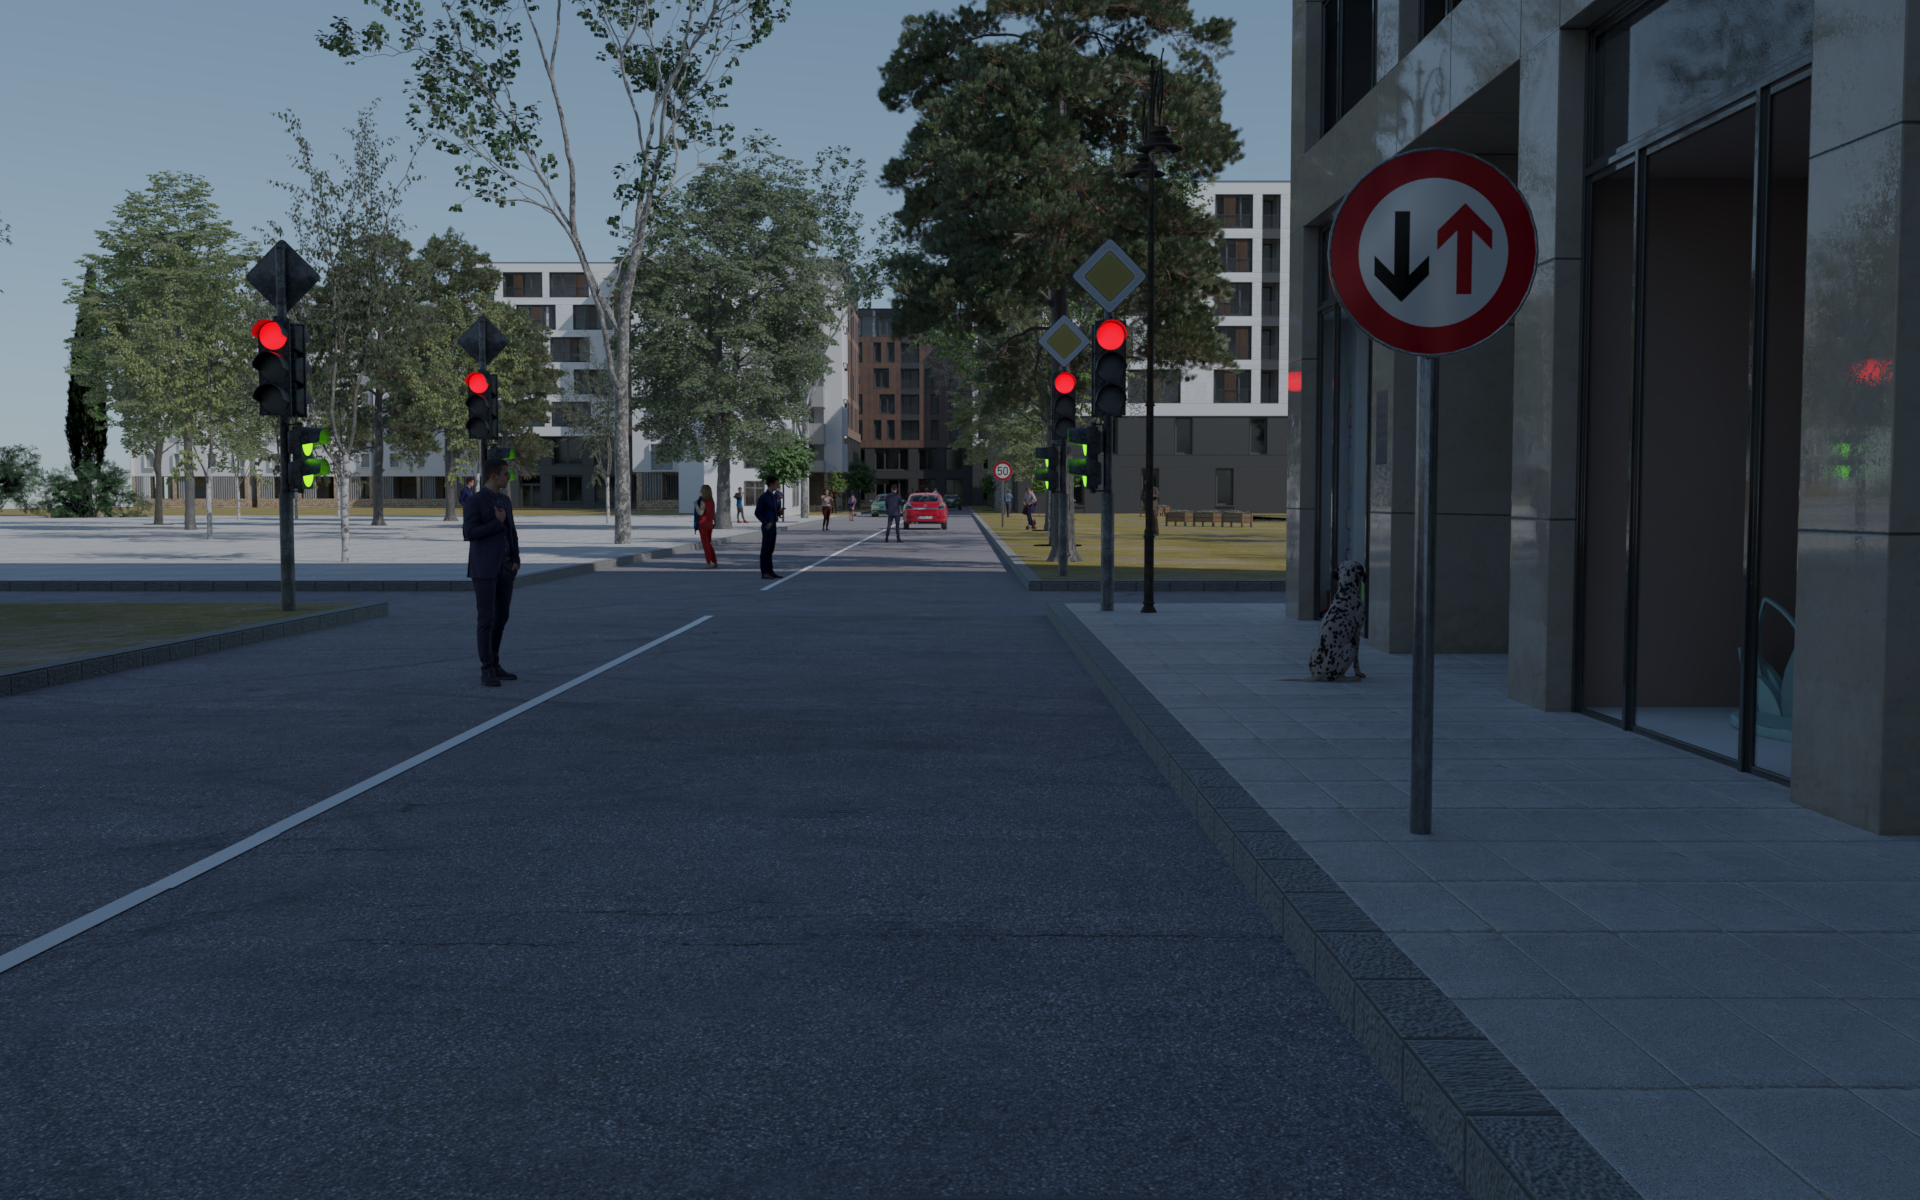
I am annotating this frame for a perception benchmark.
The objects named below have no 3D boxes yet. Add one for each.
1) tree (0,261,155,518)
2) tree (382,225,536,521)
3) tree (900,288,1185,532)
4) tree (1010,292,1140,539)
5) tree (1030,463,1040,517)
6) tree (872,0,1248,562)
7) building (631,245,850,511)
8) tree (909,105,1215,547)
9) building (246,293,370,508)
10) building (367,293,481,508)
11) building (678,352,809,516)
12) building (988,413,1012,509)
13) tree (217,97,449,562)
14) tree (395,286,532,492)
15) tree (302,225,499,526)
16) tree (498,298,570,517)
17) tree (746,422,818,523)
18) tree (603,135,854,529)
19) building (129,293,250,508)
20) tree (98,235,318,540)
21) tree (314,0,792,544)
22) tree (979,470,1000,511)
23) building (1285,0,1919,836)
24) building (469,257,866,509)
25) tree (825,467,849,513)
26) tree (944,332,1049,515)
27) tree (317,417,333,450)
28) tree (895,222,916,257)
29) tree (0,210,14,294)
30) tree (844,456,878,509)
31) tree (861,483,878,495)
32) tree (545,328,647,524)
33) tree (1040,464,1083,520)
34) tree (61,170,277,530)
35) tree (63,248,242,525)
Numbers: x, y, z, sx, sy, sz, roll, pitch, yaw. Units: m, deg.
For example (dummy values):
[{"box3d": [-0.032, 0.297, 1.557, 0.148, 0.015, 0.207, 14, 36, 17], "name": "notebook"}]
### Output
[{"box3d": [-53.959, -11.891, 96.235, 18.604, 14.587, 13.155, -1, 4, -12], "name": "tree"}, {"box3d": [-24.185, -10.702, 82.395, 7.806, 13.903, 7.818, 0, 3, 0], "name": "tree"}, {"box3d": [3.199, -9.109, 59.308, 12.009, 13.543, 11.850, 0, 3, 0], "name": "tree"}, {"box3d": [2.772, -6.060, 49.436, 4.737, 8.622, 4.395, 0, 3, 0], "name": "tree"}, {"box3d": [4.441, -6.353, 98.467, 1.663, 3.219, 1.824, 0, 3, 0], "name": "tree"}, {"box3d": [1.685, -7.644, 32.405, 7.806, 13.903, 7.818, 0, 3, 0], "name": "tree"}, {"box3d": [-16.780, -17.107, 136.119, 16.016, 20.091, 11.380, 0, 3, 0], "name": "building"}, {"box3d": [2.444, -7.128, 42.298, 9.928, 11.665, 9.643, 0, 3, 0], "name": "tree"}, {"box3d": [-60.542, -19.160, 169.688, 11.380, 20.091, 16.016, 0, 3, 0], "name": "building"}, {"box3d": [-49.161, -19.123, 169.076, 11.380, 20.091, 16.016, 0, 3, 0], "name": "building"}, {"box3d": [-14.607, -10.679, 116.753, 9.099, 9.664, 28.070, 0, 3, 0], "name": "building"}, {"box3d": [11.277, -18.049, 161.551, 16.747, 18.905, 31.486, 0, 3, 0], "name": "building"}, {"box3d": [-11.666, -5.031, 32.616, 4.360, 8.622, 3.978, 0, 3, 0], "name": "tree"}, {"box3d": [-17.189, -6.748, 60.686, 4.737, 8.622, 4.395, 0, 3, 0], "name": "tree"}, {"box3d": [-23.614, -9.055, 70.111, 6.751, 12.117, 7.091, 0, 3, 0], "name": "tree"}, {"box3d": [-25.091, -10.606, 95.468, 6.751, 12.117, 7.091, 0, 3, 0], "name": "tree"}, {"box3d": [-8.093, -5.787, 78.327, 4.285, 4.588, 4.351, 0, 3, 0], "name": "tree"}, {"box3d": [-8.712, -9.556, 62.902, 9.857, 13.997, 8.962, 0, 3, 0], "name": "tree"}, {"box3d": [-72.078, -19.137, 169.303, 11.380, 20.091, 16.016, 0, 3, 0], "name": "building"}, {"box3d": [-21.414, -6.008, 48.600, 4.737, 8.622, 4.395, 0, 3, 0], "name": "tree"}, {"box3d": [-9.725, -11.565, 44.980, 12.611, 20.169, 13.585, 0, 3, 0], "name": "tree"}, {"box3d": [2.295, -8.560, 134.555, 1.663, 3.219, 1.824, 0, 3, 0], "name": "tree"}, {"box3d": [13.060, -11.988, 0.521, 19.350, 26.468, 34.151, 0, 3, 0], "name": "building"}, {"box3d": [-26.231, -19.525, 163.200, 32.646, 21.610, 27.936, 0, 3, 0], "name": "building"}, {"box3d": [-8.595, -7.648, 119.639, 1.663, 3.219, 1.824, 0, 3, 0], "name": "tree"}, {"box3d": [2.810, -11.571, 107.319, 7.486, 12.596, 7.792, 0, 3, 0], "name": "tree"}, {"box3d": [-33.992, -8.486, 89.109, 4.737, 8.622, 4.395, 0, 3, 0], "name": "tree"}, {"box3d": [-6.927, -14.456, 92.239, 12.611, 20.169, 13.585, 0, 3, 0], "name": "tree"}, {"box3d": [-23.104, -6.121, 34.491, 7.601, 10.594, 8.767, -1, 4, -11], "name": "tree"}, {"box3d": [-8.686, -9.948, 146.360, 4.285, 4.588, 4.351, 0, 3, 0], "name": "tree"}, {"box3d": [-8.484, -9.979, 157.750, 1.663, 3.219, 1.824, 0, 3, 0], "name": "tree"}, {"box3d": [-15.538, -7.623, 75.006, 4.360, 8.622, 3.978, 0, 3, 0], "name": "tree"}, {"box3d": [5.182, -5.588, 85.961, 1.663, 3.219, 1.824, 0, 3, 0], "name": "tree"}, {"box3d": [-27.967, -8.771, 61.528, 7.486, 12.596, 7.792, 0, 3, 0], "name": "tree"}, {"box3d": [-33.369, -8.946, 72.016, 9.928, 11.665, 9.643, 0, 3, 0], "name": "tree"}]
